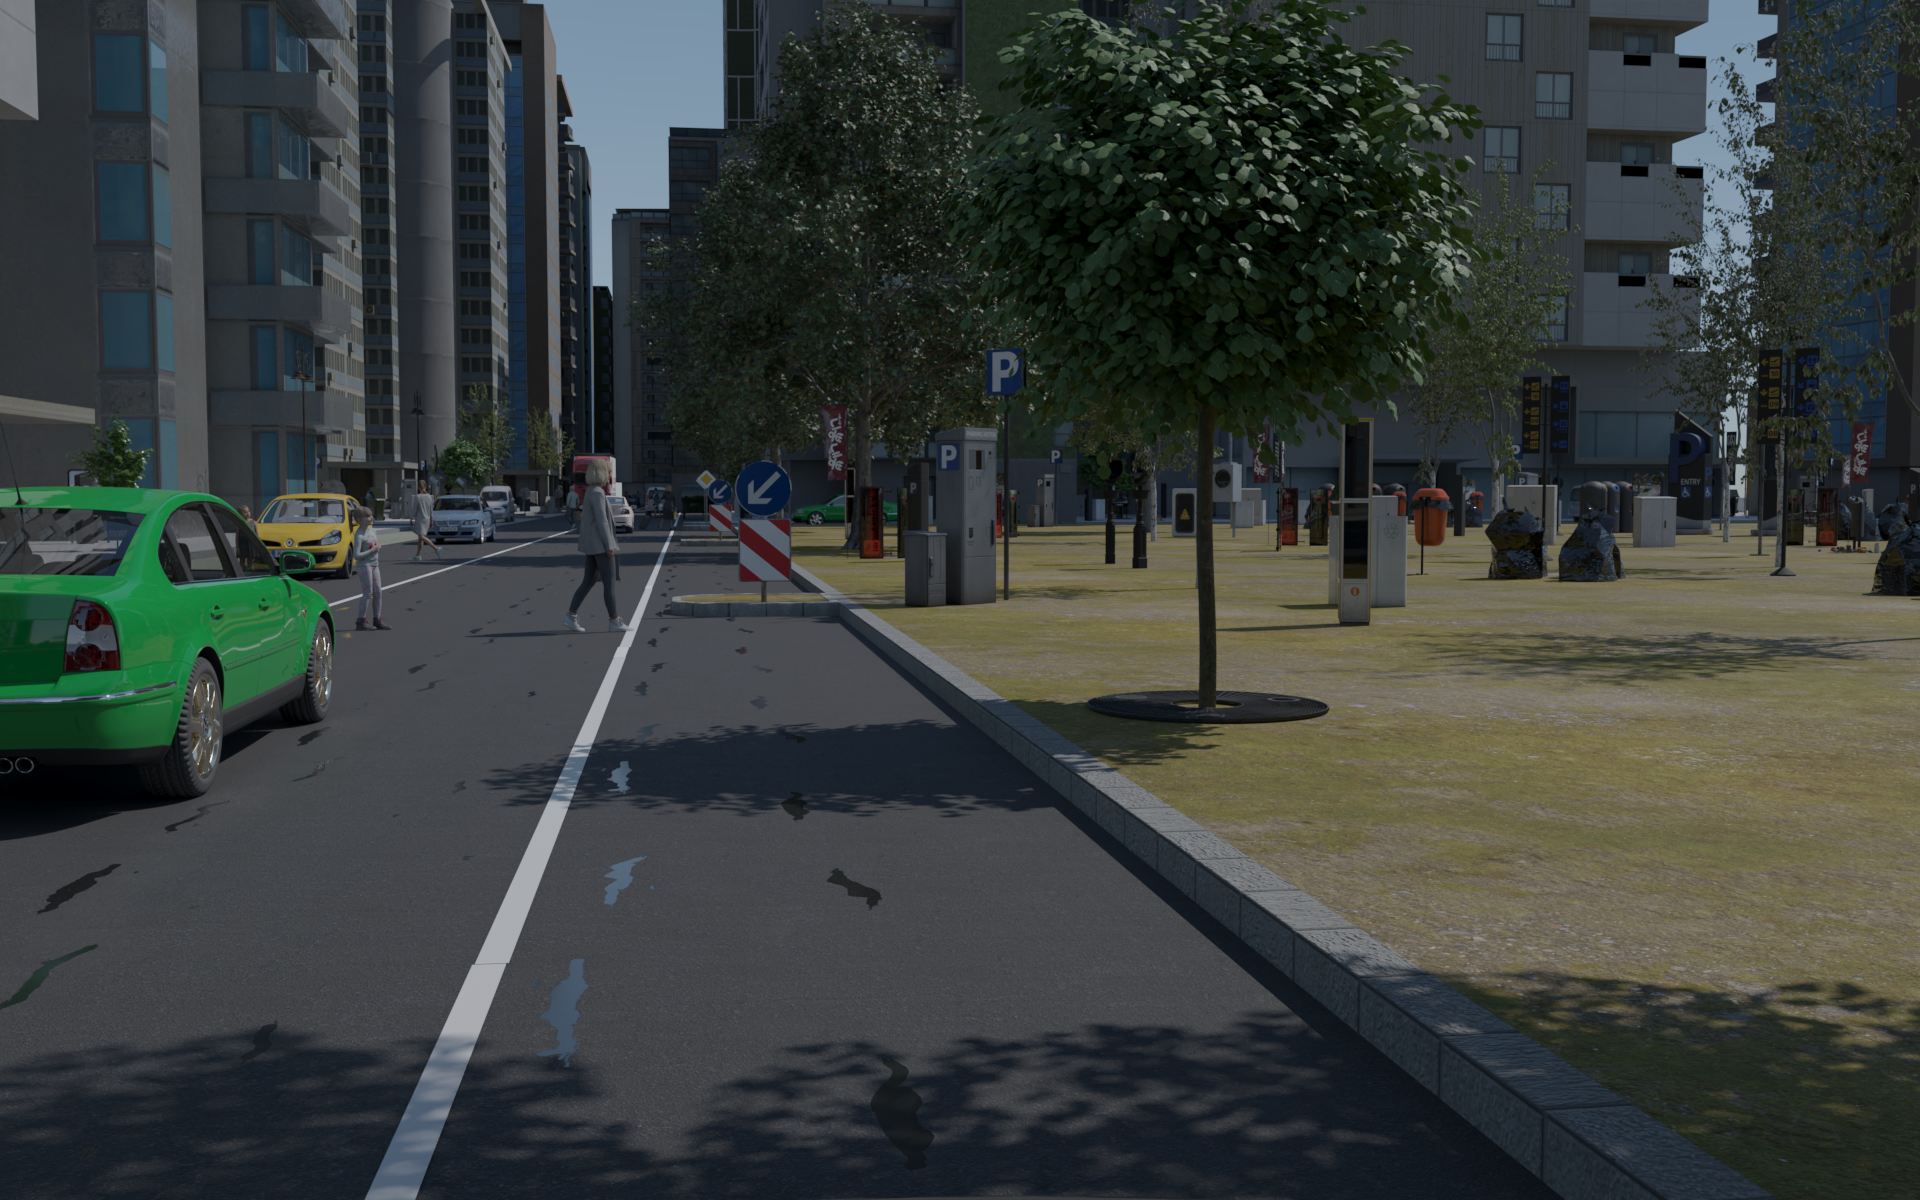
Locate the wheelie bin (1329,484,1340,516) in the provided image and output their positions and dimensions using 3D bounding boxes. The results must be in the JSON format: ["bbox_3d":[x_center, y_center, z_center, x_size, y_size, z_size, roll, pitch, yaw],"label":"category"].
[{"bbox_3d":[12.130,-2.875,54.916,0.693,1.594,0.980,-3,5,-44],"label":"wheelie bin"}]

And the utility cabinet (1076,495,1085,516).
[{"bbox_3d":[6.909,-5.461,100.441,1.020,1.237,0.306,2,4,32],"label":"utility cabinet"}]

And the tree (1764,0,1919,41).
[{"bbox_3d":[8.886,-3.984,15.507,4.360,8.622,3.978,0,3,0],"label":"tree"}]

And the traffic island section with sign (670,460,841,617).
[{"bbox_3d":[-2.534,-0.766,21.158,1.989,1.847,2.006,-1,4,-9],"label":"traffic island section with sign"}]

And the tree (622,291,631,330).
[{"bbox_3d":[-6.069,-8.529,56.451,9.611,12.733,9.660,0,3,0],"label":"tree"}]

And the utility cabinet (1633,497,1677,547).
[{"bbox_3d":[16.781,-1.875,41.825,1.020,1.237,0.306,-1,4,-17],"label":"utility cabinet"}]

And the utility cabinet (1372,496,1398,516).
[{"bbox_3d":[14.283,-2.906,58.674,1.020,1.237,0.306,0,4,-3],"label":"utility cabinet"}]

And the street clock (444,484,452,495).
[{"bbox_3d":[-31.044,-6.149,105.108,0.471,2.002,0.358,2,4,33],"label":"street clock"}]

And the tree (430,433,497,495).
[{"bbox_3d":[-27.931,-6.962,97.542,4.285,4.588,4.351,0,3,0],"label":"tree"}]

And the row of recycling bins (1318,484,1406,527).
[{"bbox_3d":[15.789,-3.742,68.286,3.534,1.692,1.069,0,4,-5],"label":"row of recycling bins"}]

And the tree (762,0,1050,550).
[{"bbox_3d":[-2.166,-7.532,40.164,9.611,12.733,9.660,0,3,0],"label":"tree"}]

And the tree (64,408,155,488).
[{"bbox_3d":[-18.877,-2.711,38.919,1.663,3.219,1.824,0,3,0],"label":"tree"}]

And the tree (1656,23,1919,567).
[{"bbox_3d":[14.200,-4.876,30.079,4.360,8.622,3.978,0,3,0],"label":"tree"}]

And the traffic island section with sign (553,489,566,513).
[{"bbox_3d":[-29.786,-7.349,128.792,1.989,1.847,2.006,-1,4,-9],"label":"traffic island section with sign"}]

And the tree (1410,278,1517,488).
[{"bbox_3d":[15.482,-6.452,55.850,4.360,8.622,3.978,0,3,0],"label":"tree"}]

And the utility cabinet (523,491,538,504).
[{"bbox_3d":[-36.547,-8.480,147.333,1.173,1.500,0.318,1,4,11],"label":"utility cabinet"}]

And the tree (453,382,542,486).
[{"bbox_3d":[-30.724,-9.931,112.734,4.737,8.622,4.395,0,3,0],"label":"tree"}]

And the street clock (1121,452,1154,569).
[{"bbox_3d":[3.102,-1.545,29.835,0.358,2.002,0.471,-2,4,-33],"label":"street clock"}]

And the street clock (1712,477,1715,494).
[{"bbox_3d":[31.011,-4.109,71.753,0.471,2.002,0.358,2,4,25],"label":"street clock"}]

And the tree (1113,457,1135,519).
[{"bbox_3d":[8.198,-5.707,87.917,1.663,3.219,1.824,0,3,0],"label":"tree"}]

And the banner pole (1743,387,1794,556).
[{"bbox_3d":[16.812,-2.801,35.816,0.401,3.779,0.863,-2,4,-35],"label":"banner pole"}]

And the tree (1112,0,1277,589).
[{"bbox_3d":[3.401,-4.473,23.504,4.360,8.622,3.978,0,3,0],"label":"tree"}]

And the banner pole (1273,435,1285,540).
[{"bbox_3d":[9.029,-3.602,48.912,0.401,3.779,0.863,-1,4,-19],"label":"banner pole"}]

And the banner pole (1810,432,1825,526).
[{"bbox_3d":[34.409,-4.853,69.363,0.401,3.779,0.863,0,4,-3],"label":"banner pole"}]

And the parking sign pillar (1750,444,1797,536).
[{"bbox_3d":[25.161,-3.964,53.283,1.447,3.967,1.447,-1,4,-10],"label":"parking sign pillar"}]

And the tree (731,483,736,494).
[{"bbox_3d":[-20.763,-9.789,154.655,1.663,3.219,1.824,0,3,0],"label":"tree"}]

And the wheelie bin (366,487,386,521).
[{"bbox_3d":[-27.930,-4.575,82.703,0.693,1.594,0.980,2,4,30],"label":"wheelie bin"}]

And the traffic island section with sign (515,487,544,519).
[{"bbox_3d":[-25.553,-5.702,101.862,1.989,1.847,2.006,-1,4,-9],"label":"traffic island section with sign"}]

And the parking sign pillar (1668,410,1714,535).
[{"bbox_3d":[23.081,-4.054,54.752,1.447,3.967,1.447,-2,4,-33],"label":"parking sign pillar"}]

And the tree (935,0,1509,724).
[{"bbox_3d":[1.479,-1.627,10.311,4.285,4.588,4.351,0,3,0],"label":"tree"}]

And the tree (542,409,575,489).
[{"bbox_3d":[-34.888,-11.971,146.089,4.737,8.622,4.395,0,3,0],"label":"tree"}]

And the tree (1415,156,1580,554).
[{"bbox_3d":[11.306,-5.301,37.033,4.737,8.622,4.395,0,3,0],"label":"tree"}]

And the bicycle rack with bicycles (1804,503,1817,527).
[{"bbox_3d":[32.955,-3.323,67.719,2.925,0.926,2.852,0,4,0],"label":"bicycle rack with bicycles"}]

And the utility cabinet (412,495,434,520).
[{"bbox_3d":[-26.729,-4.588,86.168,1.020,1.237,0.306,-1,4,-13],"label":"utility cabinet"}]

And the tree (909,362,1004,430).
[{"bbox_3d":[-0.088,-7.143,67.153,4.737,8.622,4.395,0,3,0],"label":"tree"}]

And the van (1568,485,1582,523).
[{"bbox_3d":[30.448,-4.492,80.455,4.112,2.044,2.013,-1,4,-9],"label":"van"}]

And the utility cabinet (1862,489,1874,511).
[{"bbox_3d":[40.972,-4.253,78.223,0.318,1.500,1.173,1,4,20],"label":"utility cabinet"}]

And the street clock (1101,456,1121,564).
[{"bbox_3d":[2.762,-1.665,31.789,0.471,2.002,0.358,0,4,6],"label":"street clock"}]

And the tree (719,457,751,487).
[{"bbox_3d":[-12.207,-7.132,100.319,4.285,4.588,4.351,0,3,0],"label":"tree"}]

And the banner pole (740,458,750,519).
[{"bbox_3d":[-10.188,-5.651,82.403,0.863,3.779,0.401,3,5,44],"label":"banner pole"}]

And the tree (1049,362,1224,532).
[{"bbox_3d":[5.916,-8.545,57.832,7.486,12.596,7.792,0,3,0],"label":"tree"}]

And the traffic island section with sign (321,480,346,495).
[{"bbox_3d":[-16.859,-2.317,46.503,1.989,1.847,2.006,-1,4,-9],"label":"traffic island section with sign"}]

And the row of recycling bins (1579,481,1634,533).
[{"bbox_3d":[21.533,-3.053,57.032,3.534,1.692,1.069,-3,5,-39],"label":"row of recycling bins"}]

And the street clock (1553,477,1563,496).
[{"bbox_3d":[25.765,-4.288,74.674,0.358,2.002,0.471,-1,4,-13],"label":"street clock"}]

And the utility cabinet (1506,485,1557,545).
[{"bbox_3d":[14.305,-2.122,43.376,1.173,1.500,0.318,2,4,31],"label":"utility cabinet"}]

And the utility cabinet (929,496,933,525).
[{"bbox_3d":[-1.594,-3.704,71.718,1.020,1.237,0.306,-3,5,-42],"label":"utility cabinet"}]

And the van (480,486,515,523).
[{"bbox_3d":[-23.559,-4.941,87.804,2.013,2.044,4.112,-1,4,-10],"label":"van"}]

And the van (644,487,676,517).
[{"bbox_3d":[-18.761,-6.184,108.124,2.013,2.044,4.112,0,4,-8],"label":"van"}]

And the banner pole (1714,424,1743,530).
[{"bbox_3d":[27.043,-4.345,61.065,0.401,3.779,0.863,-1,4,-21],"label":"banner pole"}]

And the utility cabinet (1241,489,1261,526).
[{"bbox_3d":[11.371,-3.685,68.926,1.173,1.500,0.318,0,4,2],"label":"utility cabinet"}]
